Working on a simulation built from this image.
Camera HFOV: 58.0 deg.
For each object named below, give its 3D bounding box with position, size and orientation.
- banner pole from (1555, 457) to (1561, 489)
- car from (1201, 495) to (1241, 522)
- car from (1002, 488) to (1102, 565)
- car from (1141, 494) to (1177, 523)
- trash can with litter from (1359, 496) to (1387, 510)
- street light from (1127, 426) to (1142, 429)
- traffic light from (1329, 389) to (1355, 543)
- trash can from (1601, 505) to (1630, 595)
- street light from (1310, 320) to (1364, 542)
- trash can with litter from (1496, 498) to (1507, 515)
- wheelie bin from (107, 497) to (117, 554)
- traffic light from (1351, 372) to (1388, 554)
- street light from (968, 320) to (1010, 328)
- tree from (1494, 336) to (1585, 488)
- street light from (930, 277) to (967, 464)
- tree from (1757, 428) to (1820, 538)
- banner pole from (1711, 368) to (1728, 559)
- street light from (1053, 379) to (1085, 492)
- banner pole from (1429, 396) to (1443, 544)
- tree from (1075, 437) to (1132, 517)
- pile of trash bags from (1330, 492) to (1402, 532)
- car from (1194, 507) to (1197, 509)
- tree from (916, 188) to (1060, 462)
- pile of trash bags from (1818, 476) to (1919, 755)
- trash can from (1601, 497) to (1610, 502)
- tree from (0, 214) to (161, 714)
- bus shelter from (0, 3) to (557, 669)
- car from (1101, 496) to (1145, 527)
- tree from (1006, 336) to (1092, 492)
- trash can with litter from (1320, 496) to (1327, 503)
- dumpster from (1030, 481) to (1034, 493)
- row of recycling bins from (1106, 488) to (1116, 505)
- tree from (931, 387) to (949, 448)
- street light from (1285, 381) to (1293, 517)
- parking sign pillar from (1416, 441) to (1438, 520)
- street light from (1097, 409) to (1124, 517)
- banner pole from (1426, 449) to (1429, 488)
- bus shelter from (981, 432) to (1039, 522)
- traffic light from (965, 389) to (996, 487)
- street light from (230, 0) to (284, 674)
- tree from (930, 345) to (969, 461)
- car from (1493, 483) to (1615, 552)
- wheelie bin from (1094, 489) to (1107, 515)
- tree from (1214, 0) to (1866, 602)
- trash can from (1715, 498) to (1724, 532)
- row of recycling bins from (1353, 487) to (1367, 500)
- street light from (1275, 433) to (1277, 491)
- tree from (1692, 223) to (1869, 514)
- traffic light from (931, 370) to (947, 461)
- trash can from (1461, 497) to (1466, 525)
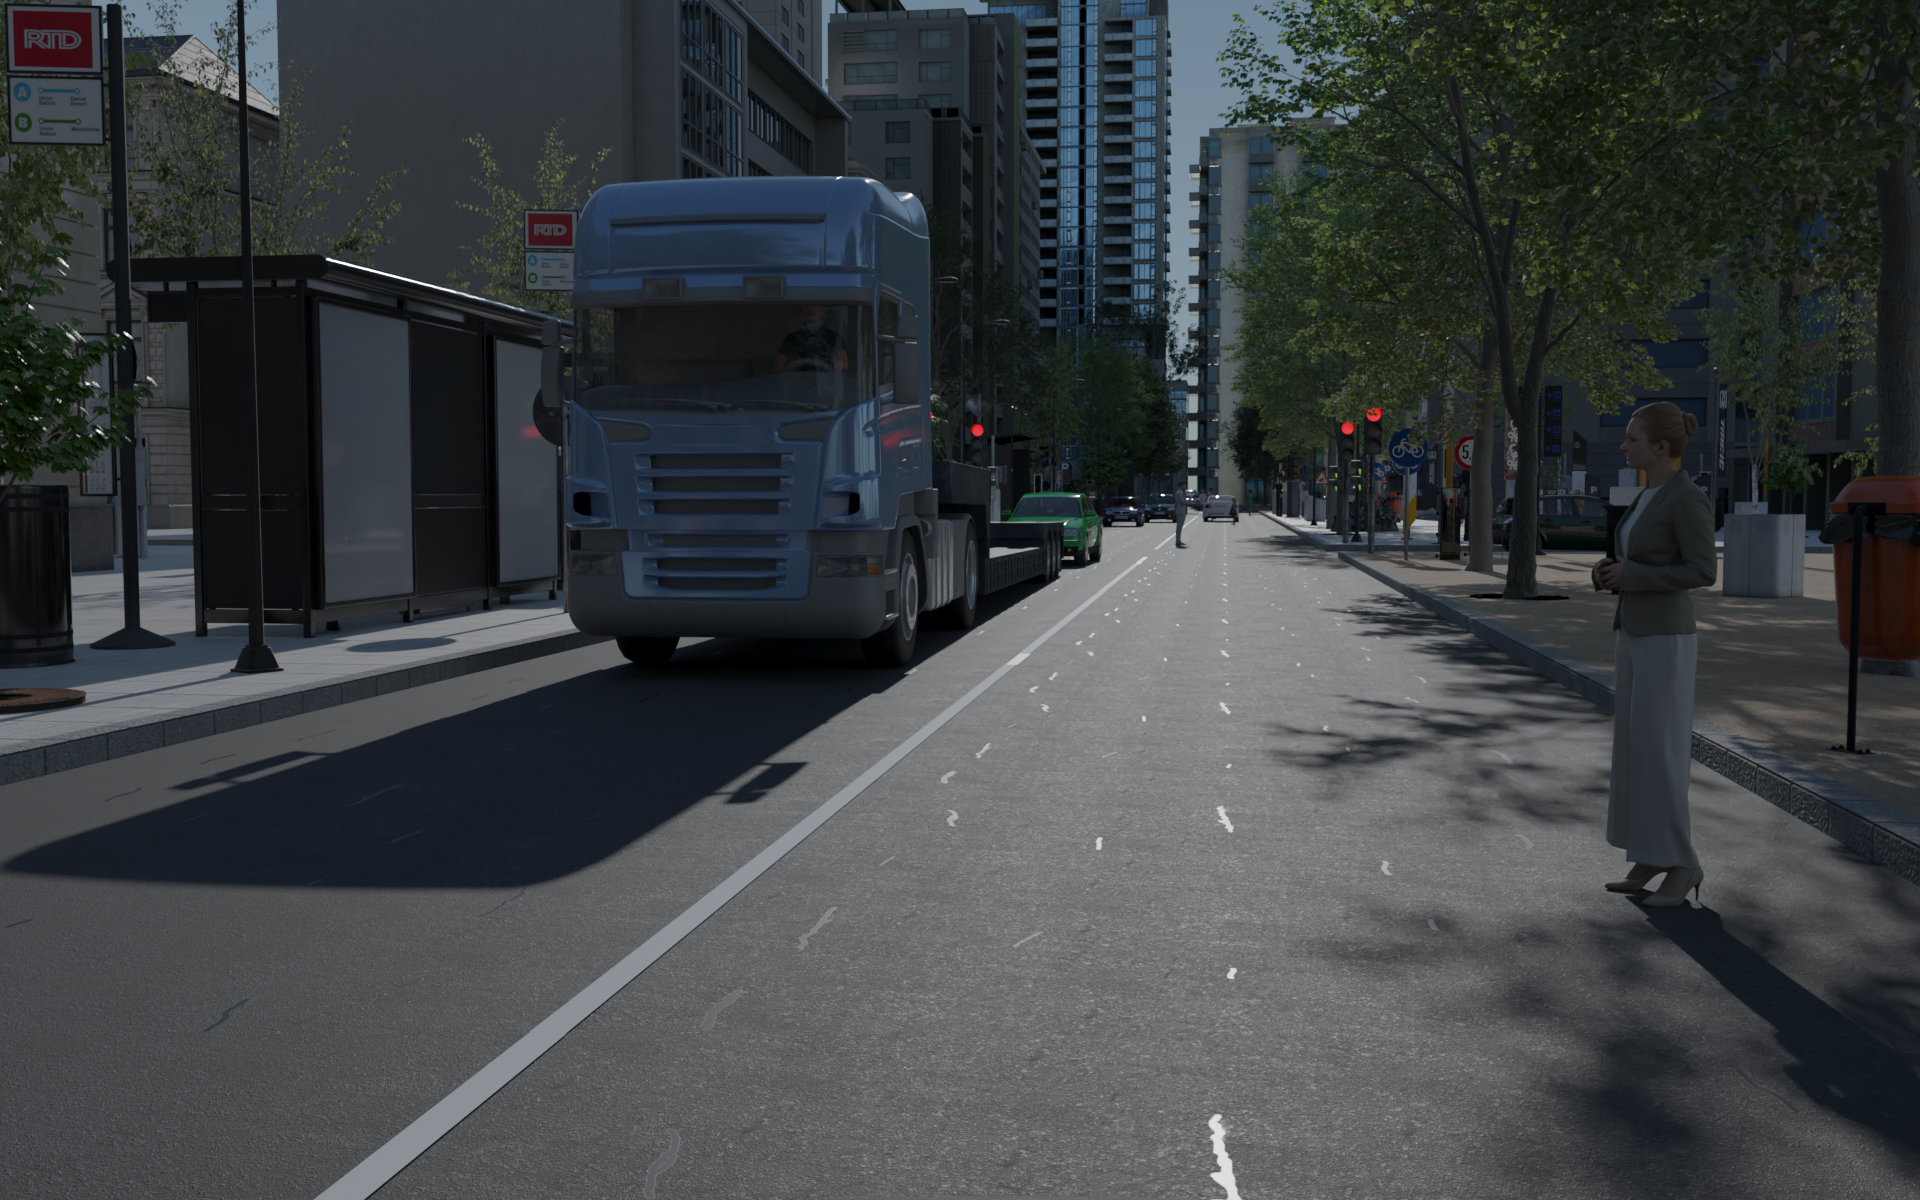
[{"bbox_3d":[26.457,-5.298,76.634,0.401,3.779,0.863,3,4,36],"label":"banner pole"},{"bbox_3d":[13.710,-4.810,91.005,2.083,1.381,4.827,1,4,8],"label":"car"},{"bbox_3d":[1.940,-1.681,36.276,1.959,1.807,4.718,1,4,10],"label":"car"},{"bbox_3d":[10.216,-4.787,88.052,2.009,1.686,4.222,1,4,9],"label":"car"},{"bbox_3d":[15.463,-3.304,65.408,1.055,1.170,0.624,2,4,33],"label":"trash can with litter"},{"bbox_3d":[11.766,-8.954,118.941,1.470,5.913,1.316,1,4,9],"label":"street light"},{"bbox_3d":[10.032,-3.433,45.051,0.839,4.253,0.868,1,4,9],"label":"traffic light"},{"bbox_3d":[8.574,-0.641,22.128,0.748,1.137,0.748,0,3,0],"label":"trash can"},{"bbox_3d":[10.070,-4.505,46.203,1.470,5.913,1.316,1,4,9],"label":"street light"},{"bbox_3d":[21.368,-3.455,67.881,0.624,1.170,1.055,-1,4,-20],"label":"trash can with litter"},{"bbox_3d":[-18.297,-1.766,36.784,0.980,1.594,0.693,-1,4,-10],"label":"wheelie bin"},{"bbox_3d":[8.825,-2.950,37.157,0.839,4.253,0.868,1,4,9],"label":"traffic light"},{"bbox_3d":[0.636,-4.515,46.358,1.470,5.913,1.316,1,4,9],"label":"street light"},{"bbox_3d":[23.442,-7.409,71.505,4.737,8.622,4.395,0,3,0],"label":"tree"},{"bbox_3d":[-0.725,-3.960,37.279,1.470,5.913,1.316,1,4,9],"label":"street light"},{"bbox_3d":[24.600,-3.466,51.267,1.663,3.219,1.824,0,3,0],"label":"tree"},{"bbox_3d":[15.136,-2.724,34.550,0.401,3.779,0.863,3,5,43],"label":"banner pole"},{"bbox_3d":[4.359,-5.985,70.401,1.470,5.913,1.316,1,4,9],"label":"street light"},{"bbox_3d":[12.346,-3.333,44.511,0.401,3.779,0.863,1,4,16],"label":"banner pole"},{"bbox_3d":[8.193,-7.044,98.876,4.285,4.588,4.351,0,3,0],"label":"tree"},{"bbox_3d":[14.341,-3.067,59.903,1.912,1.369,3.447,3,5,41],"label":"pile of trash bags"},{"bbox_3d":[22.726,-9.818,172.884,2.083,1.381,4.827,0,4,7],"label":"car"},{"bbox_3d":[-0.335,-7.245,52.873,8.767,10.594,7.601,-3,5,-43],"label":"tree"},{"bbox_3d":[5.302,0.141,7.454,1.912,1.369,3.447,-2,4,-28],"label":"pile of trash bags"},{"bbox_3d":[29.213,-4.051,77.884,0.748,1.137,0.748,0,3,0],"label":"trash can"},{"bbox_3d":[-5.819,-0.960,10.291,1.663,3.219,1.824,0,3,0],"label":"tree"},{"bbox_3d":[-6.328,-2.395,16.788,2.179,5.291,8.768,1,4,9],"label":"bus shelter"},{"bbox_3d":[7.299,-3.952,77.191,1.945,1.354,3.894,1,4,8],"label":"car"},{"bbox_3d":[4.302,-8.018,81.453,4.737,8.622,4.395,0,3,0],"label":"tree"},{"bbox_3d":[20.589,-5.386,99.449,1.055,1.170,0.624,-1,4,-18],"label":"trash can with litter"},{"bbox_3d":[2.801,-4.213,74.641,1.264,1.857,1.865,1,4,8],"label":"dumpster"},{"bbox_3d":[9.467,-6.453,112.617,1.069,1.692,3.534,0,4,-5],"label":"row of recycling bins"},{"bbox_3d":[-1.872,-3.105,34.479,4.285,4.588,4.351,0,3,0],"label":"tree"},{"bbox_3d":[13.946,-6.007,70.755,1.470,5.913,1.316,1,4,9],"label":"street light"},{"bbox_3d":[23.631,-6.068,87.690,1.447,3.967,1.447,-3,5,-42],"label":"parking sign pillar"},{"bbox_3d":[8.148,-7.483,94.882,1.470,5.913,1.316,1,4,9],"label":"street light"},{"bbox_3d":[23.189,-5.782,84.551,0.863,3.779,0.401,1,4,13],"label":"banner pole"},{"bbox_3d":[1.963,-4.761,69.130,1.731,3.624,6.357,1,4,9],"label":"bus shelter"},{"bbox_3d":[0.529,-3.521,46.484,0.839,4.253,0.868,1,4,9],"label":"traffic light"},{"bbox_3d":[-4.555,-2.430,12.271,1.470,5.913,1.316,1,4,9],"label":"street light"},{"bbox_3d":[-1.696,-8.181,84.128,4.737,8.622,4.395,0,3,0],"label":"tree"},{"bbox_3d":[14.278,-1.823,39.593,4.222,1.686,2.009,1,4,9],"label":"car"},{"bbox_3d":[8.455,-5.914,104.599,0.693,1.594,0.980,-3,5,-40],"label":"wheelie bin"},{"bbox_3d":[6.770,-5.808,20.710,9.928,11.665,9.643,0,3,0],"label":"tree"},{"bbox_3d":[25.372,-2.864,58.472,0.748,1.137,0.748,0,3,0],"label":"trash can"},{"bbox_3d":[21.489,-5.293,93.652,1.069,1.692,3.534,1,4,10],"label":"row of recycling bins"},{"bbox_3d":[17.661,-7.508,95.296,1.470,5.913,1.316,1,4,9],"label":"street light"},{"bbox_3d":[21.140,-5.823,45.561,4.737,8.622,4.395,0,3,0],"label":"tree"},{"bbox_3d":[-0.679,-3.038,38.590,0.839,4.253,0.868,1,4,9],"label":"traffic light"},{"bbox_3d":[20.867,-3.739,72.782,0.748,1.137,0.748,0,3,0],"label":"trash can"}]
